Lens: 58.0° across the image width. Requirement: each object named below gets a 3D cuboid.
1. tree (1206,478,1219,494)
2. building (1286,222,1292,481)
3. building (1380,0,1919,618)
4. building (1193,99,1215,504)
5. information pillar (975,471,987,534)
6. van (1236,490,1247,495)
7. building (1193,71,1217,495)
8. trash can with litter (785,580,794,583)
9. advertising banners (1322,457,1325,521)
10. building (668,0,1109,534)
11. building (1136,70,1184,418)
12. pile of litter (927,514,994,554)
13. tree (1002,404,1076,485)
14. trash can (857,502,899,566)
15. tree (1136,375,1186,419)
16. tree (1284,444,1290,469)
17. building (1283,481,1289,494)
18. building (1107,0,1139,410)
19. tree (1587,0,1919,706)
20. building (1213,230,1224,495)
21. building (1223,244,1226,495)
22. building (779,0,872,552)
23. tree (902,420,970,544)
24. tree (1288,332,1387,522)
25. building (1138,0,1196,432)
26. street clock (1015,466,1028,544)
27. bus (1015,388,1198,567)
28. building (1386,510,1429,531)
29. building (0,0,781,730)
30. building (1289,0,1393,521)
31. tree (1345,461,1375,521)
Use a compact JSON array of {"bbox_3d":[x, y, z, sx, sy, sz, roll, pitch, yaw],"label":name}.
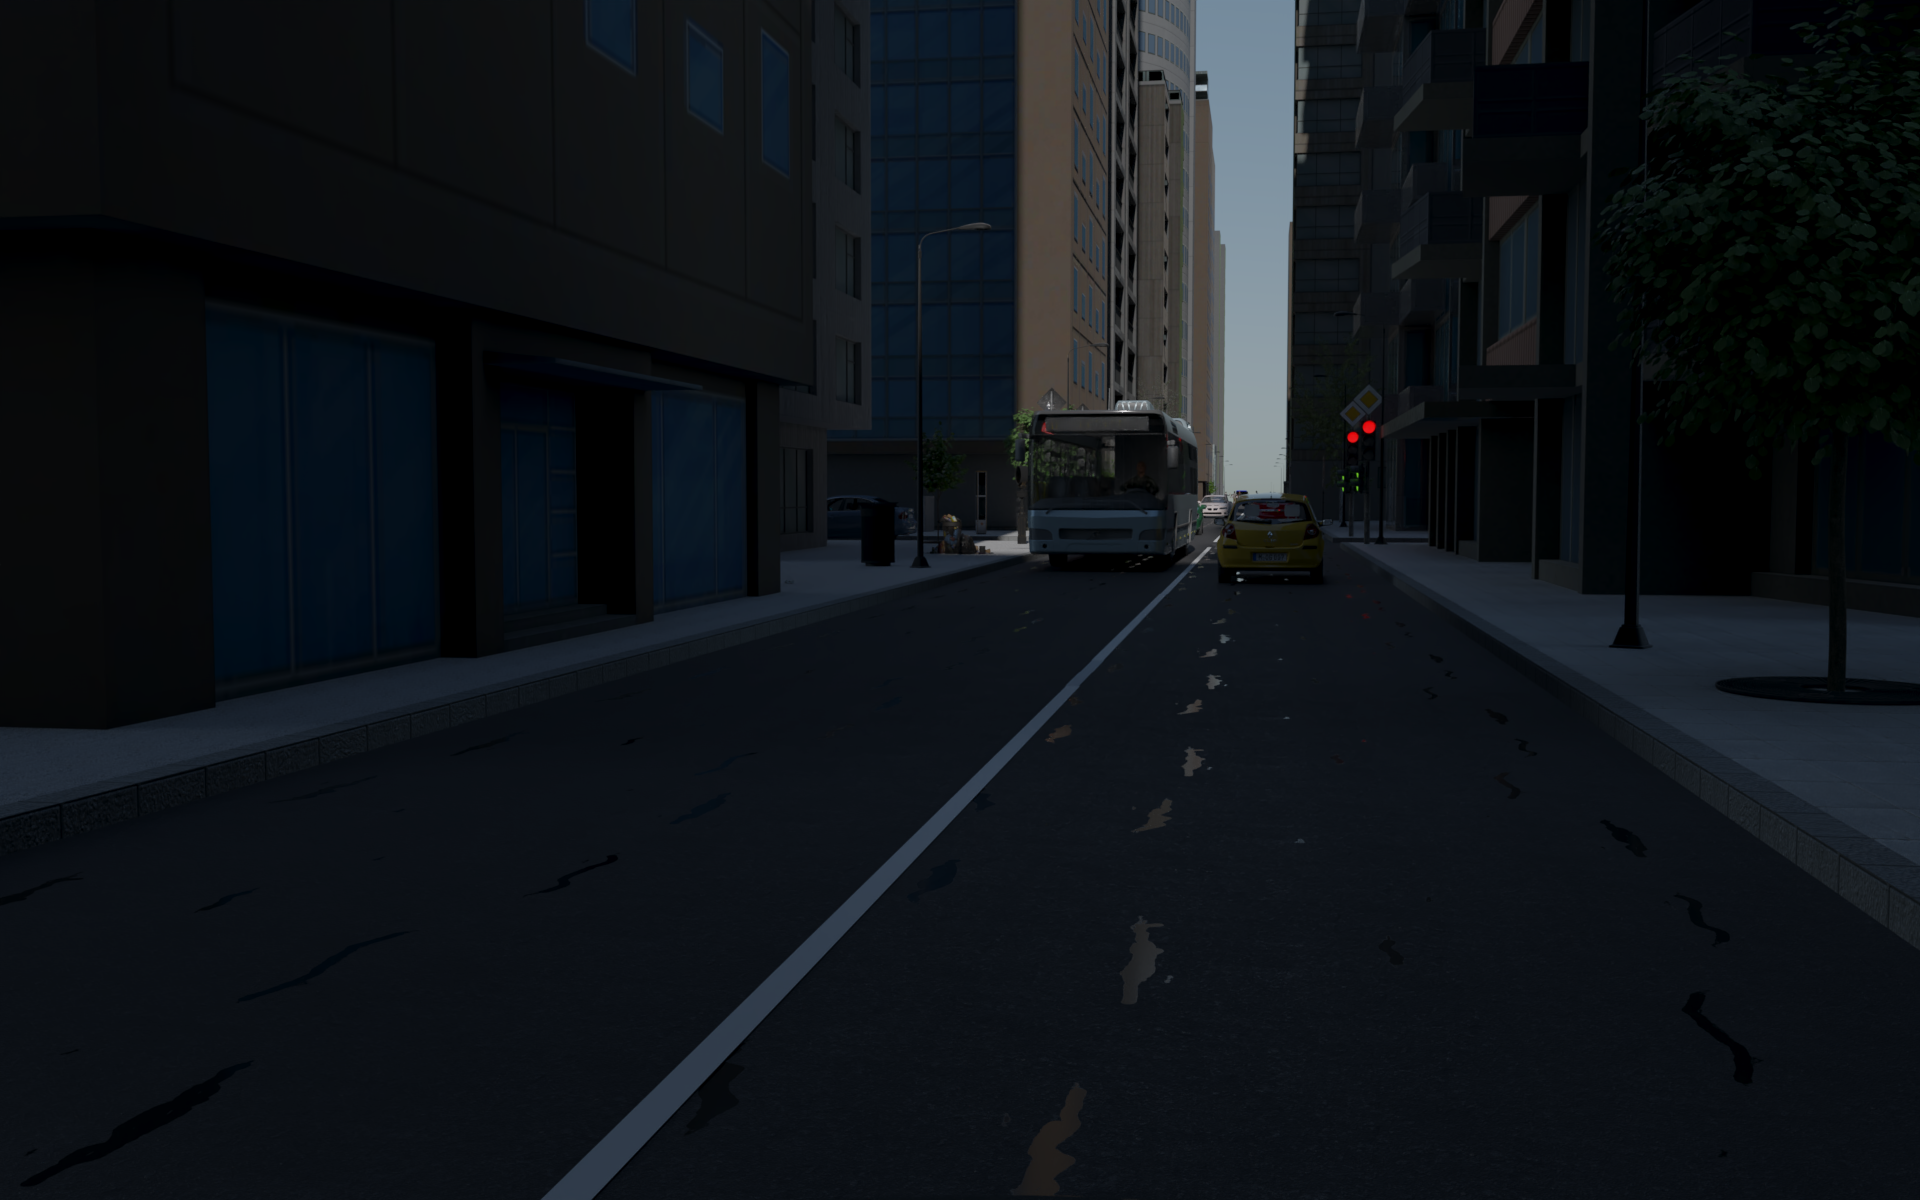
[{"bbox_3d":[29.613,-12.787,203.665,1.663,3.219,1.824,0,3,0],"label":"tree"},{"bbox_3d":[58.951,-38.195,274.596,14.600,45.320,14.200,1,4,10],"label":"building"},{"bbox_3d":[18.846,-22.792,27.282,22.147,44.769,28.867,1,4,10],"label":"building"},{"bbox_3d":[20.960,-33.268,194.038,14.600,45.320,14.200,1,4,10],"label":"building"},{"bbox_3d":[0.670,-3.095,55.101,0.304,2.012,0.304,-1,4,-11],"label":"information pillar"},{"bbox_3d":[43.601,-16.141,268.291,2.240,2.365,5.245,1,4,8],"label":"van"},{"bbox_3d":[24.659,-56.688,239.518,22.319,86.520,31.000,1,4,10],"label":"building"},{"bbox_3d":[-3.496,-0.827,24.582,2.233,1.210,1.678,0,4,0],"label":"trash can with litter"},{"bbox_3d":[15.787,-4.834,75.231,0.090,3.025,2.074,1,4,12],"label":"advertising banners"},{"bbox_3d":[-1.799,-25.472,66.577,14.600,45.320,14.200,1,4,10],"label":"building"},{"bbox_3d":[8.005,-21.277,119.577,14.160,30.474,14.107,1,4,10],"label":"building"},{"bbox_3d":[-0.080,-1.431,37.364,1.176,0.858,1.719,-3,5,-45],"label":"pile of litter"},{"bbox_3d":[3.012,-4.498,57.253,4.285,4.588,4.351,0,3,0],"label":"tree"},{"bbox_3d":[-1.464,-1.177,30.890,0.748,1.137,0.748,0,3,0],"label":"trash can"},{"bbox_3d":[11.825,-9.550,106.509,4.360,8.622,3.978,0,3,0],"label":"tree"},{"bbox_3d":[42.173,-16.168,214.709,4.360,8.622,3.978,0,3,0],"label":"tree"},{"bbox_3d":[64.336,-34.397,254.278,32.217,40.220,23.993,1,4,10],"label":"building"},{"bbox_3d":[1.091,-39.925,91.025,20.563,71.187,20.611,1,4,10],"label":"building"},{"bbox_3d":[5.708,-1.677,11.133,4.285,4.588,4.351,0,3,0],"label":"tree"},{"bbox_3d":[32.071,-35.404,262.451,14.154,41.232,14.086,1,4,10],"label":"building"},{"bbox_3d":[35.030,-36.272,276.642,14.154,41.232,14.086,1,4,10],"label":"building"},{"bbox_3d":[-9.692,-21.747,39.164,14.086,41.232,14.154,1,4,10],"label":"building"},{"bbox_3d":[-0.525,-3.088,45.085,1.663,3.219,1.824,0,3,0],"label":"tree"},{"bbox_3d":[16.986,-7.813,78.106,4.737,8.622,4.395,0,3,0],"label":"tree"},{"bbox_3d":[8.205,-36.724,142.435,21.231,58.520,28.212,1,4,10],"label":"building"},{"bbox_3d":[1.590,-2.436,44.397,0.358,2.002,0.471,-1,4,-18],"label":"street clock"},{"bbox_3d":[3.510,-2.586,37.147,2.948,3.499,13.247,1,4,10],"label":"bus"},{"bbox_3d":[29.576,-26.968,60.530,30.456,49.044,23.786,1,4,10],"label":"building"},{"bbox_3d":[-9.944,-22.363,15.750,14.600,45.320,14.200,1,4,10],"label":"building"},{"bbox_3d":[24.155,-24.763,88.463,14.154,41.232,14.086,1,4,10],"label":"building"},{"bbox_3d":[18.403,-5.319,81.561,1.663,3.219,1.824,0,3,0],"label":"tree"}]
